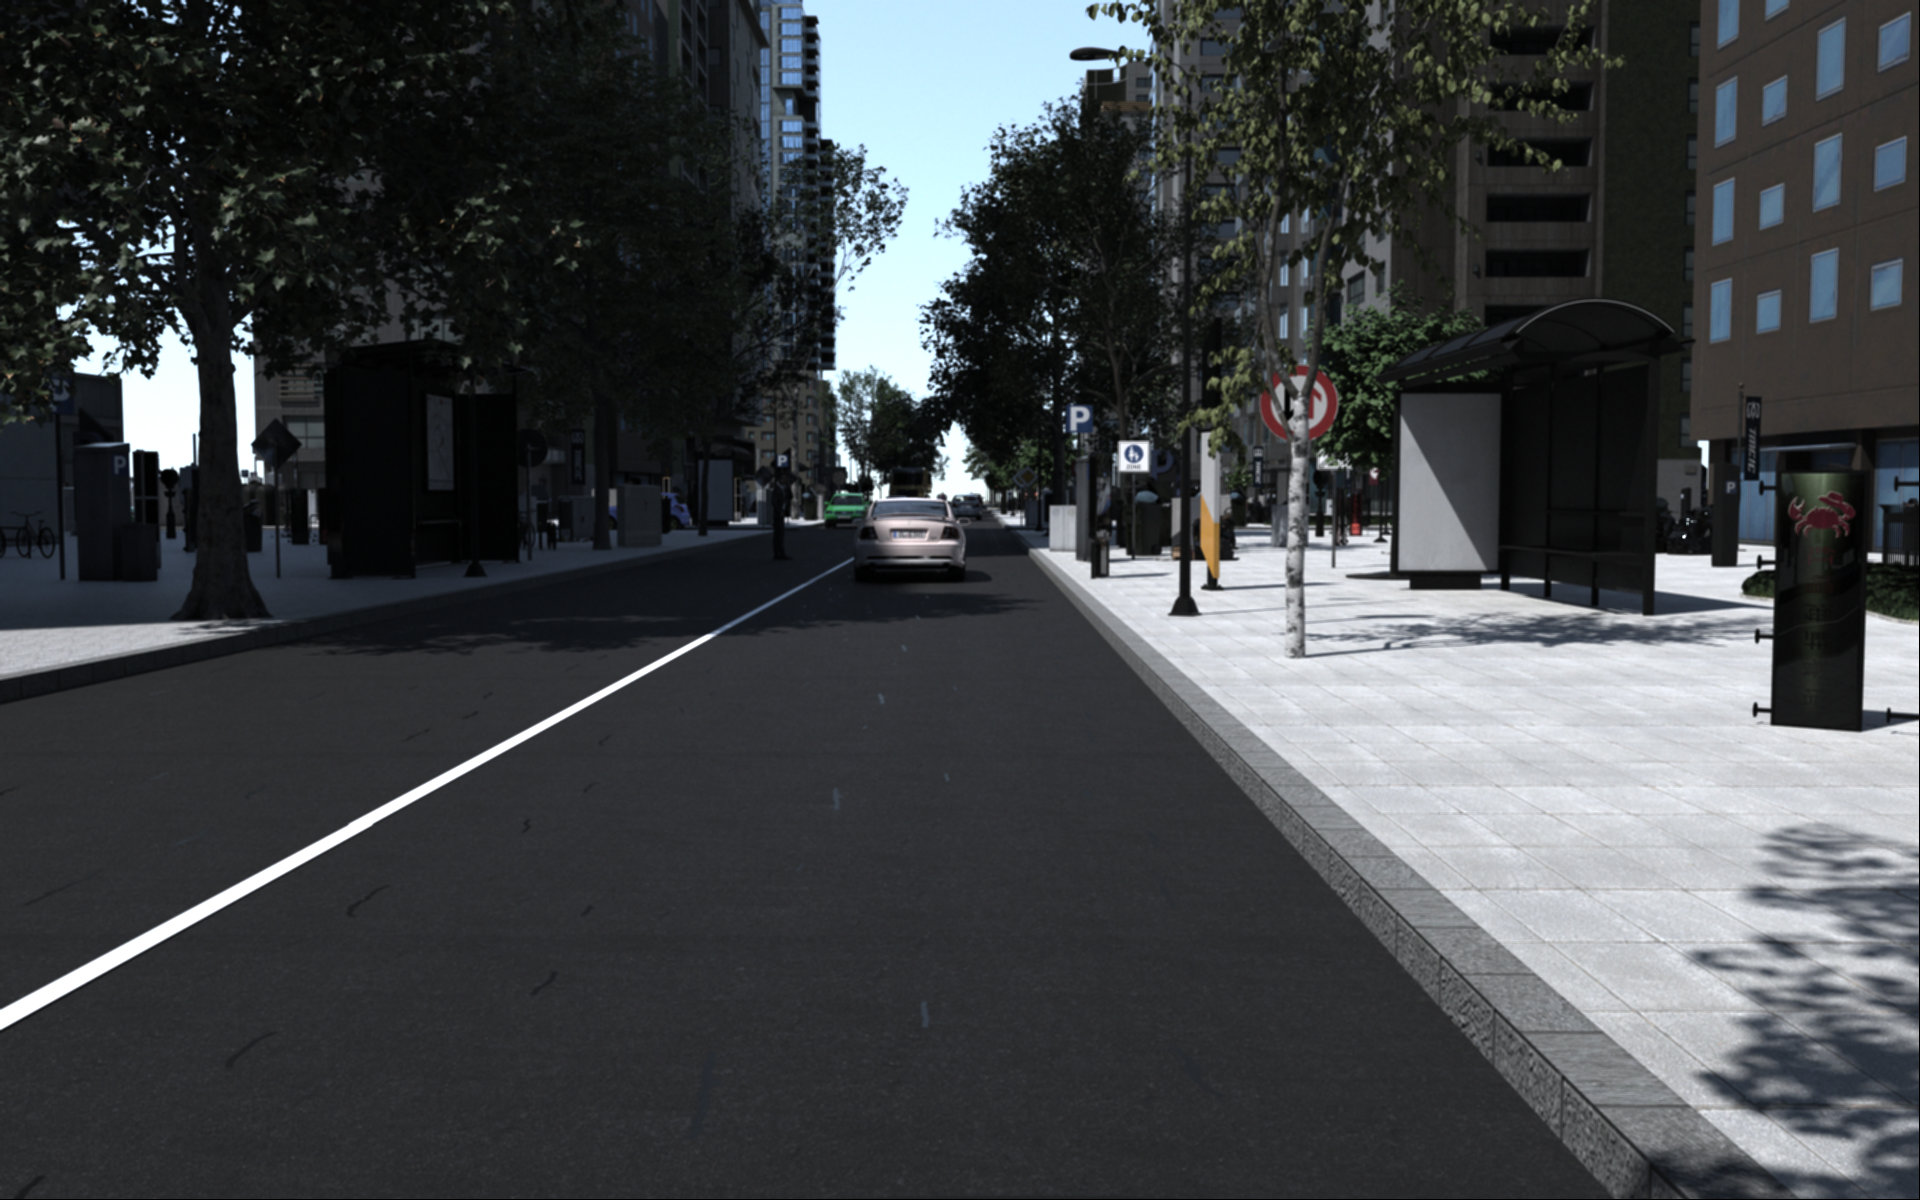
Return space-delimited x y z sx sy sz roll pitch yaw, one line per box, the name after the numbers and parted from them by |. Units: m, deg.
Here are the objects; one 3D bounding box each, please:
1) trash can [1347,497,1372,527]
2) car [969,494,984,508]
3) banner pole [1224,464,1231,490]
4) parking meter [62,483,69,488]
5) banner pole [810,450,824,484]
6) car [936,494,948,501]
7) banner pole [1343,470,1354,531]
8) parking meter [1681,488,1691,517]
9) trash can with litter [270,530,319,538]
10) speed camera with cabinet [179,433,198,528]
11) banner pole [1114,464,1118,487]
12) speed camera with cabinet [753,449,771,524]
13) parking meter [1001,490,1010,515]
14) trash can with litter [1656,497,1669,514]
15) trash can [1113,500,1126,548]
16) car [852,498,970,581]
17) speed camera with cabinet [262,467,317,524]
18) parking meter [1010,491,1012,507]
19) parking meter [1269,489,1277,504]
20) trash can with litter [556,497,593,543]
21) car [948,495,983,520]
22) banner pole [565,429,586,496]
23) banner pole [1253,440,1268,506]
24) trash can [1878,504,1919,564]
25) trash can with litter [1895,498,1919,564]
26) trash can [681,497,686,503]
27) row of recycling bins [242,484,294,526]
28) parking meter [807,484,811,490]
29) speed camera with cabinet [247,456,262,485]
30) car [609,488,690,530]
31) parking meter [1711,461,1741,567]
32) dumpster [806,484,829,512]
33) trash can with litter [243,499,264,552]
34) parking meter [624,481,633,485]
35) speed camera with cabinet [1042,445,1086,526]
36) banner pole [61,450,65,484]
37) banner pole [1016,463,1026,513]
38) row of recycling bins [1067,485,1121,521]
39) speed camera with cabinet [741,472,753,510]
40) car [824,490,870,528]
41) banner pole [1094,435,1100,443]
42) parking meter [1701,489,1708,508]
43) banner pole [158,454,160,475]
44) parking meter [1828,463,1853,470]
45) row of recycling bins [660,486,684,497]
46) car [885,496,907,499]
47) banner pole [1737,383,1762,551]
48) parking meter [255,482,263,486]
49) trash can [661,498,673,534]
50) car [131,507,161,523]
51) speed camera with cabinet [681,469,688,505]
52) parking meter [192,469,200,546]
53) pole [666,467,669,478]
15.735 -3.427 67.684 0.748 1.137 0.748 0 3 0 | trash can
1.560 -10.780 185.288 2.155 1.783 4.494 0 4 0 | car
22.052 -9.324 142.466 0.401 3.779 0.863 -3 4 -38 | banner pole
-45.657 -5.050 88.285 0.399 1.863 0.255 0 4 2 | parking meter
-8.312 -6.660 98.905 0.863 3.779 0.401 -3 5 -44 | banner pole
-3.151 -17.885 301.456 2.155 1.783 4.494 0 4 -1 | car
13.459 -4.265 59.744 0.401 3.779 0.863 -1 4 -13 | banner pole
29.150 -3.739 69.544 0.372 1.533 0.369 0 3 0 | parking meter
-19.685 -2.484 51.672 1.678 1.210 2.233 -1 4 -21 | trash can with litter
-25.305 -3.833 57.006 0.660 3.252 2.038 -1 4 -19 | speed camera with cabinet
12.298 -8.981 136.863 0.401 3.779 0.863 2 4 29 | banner pole
-8.523 -4.940 75.097 0.660 3.252 2.038 0 4 -8 | speed camera with cabinet
2.747 -6.115 108.394 0.372 1.533 0.369 0 3 0 | parking meter
23.901 -2.904 58.871 0.624 1.170 1.055 0 4 4 | trash can with litter
4.045 -1.827 41.522 0.748 1.137 0.748 0 3 0 | trash can
-0.854 -1.080 30.015 2.083 1.381 4.827 0 4 -1 | car
-28.887 -4.918 74.751 2.038 3.252 0.660 -1 4 -21 | speed camera with cabinet
3.951 -7.927 138.009 0.372 1.533 0.369 0 3 0 | parking meter
16.346 -5.017 90.440 0.372 1.533 0.369 0 3 0 | parking meter
-10.305 -2.183 46.754 1.678 1.210 2.233 2 4 27 | trash can with litter
0.293 -5.112 95.580 2.014 1.417 4.499 0 4 -1 | car
-13.035 -4.183 58.412 0.863 3.779 0.401 -1 4 -11 | banner pole
13.928 -5.505 80.027 0.863 3.779 0.401 1 4 23 | banner pole
13.092 -0.751 23.940 0.748 1.137 0.748 0 3 0 | trash can
15.892 -1.090 28.883 1.678 1.210 2.233 1 4 15 | trash can with litter
-13.590 -4.407 83.715 0.748 1.137 0.748 0 3 0 | trash can
-28.111 -3.833 69.775 3.534 1.692 1.069 2 4 30 | row of recycling bins
-8.681 -5.812 100.745 0.399 1.863 0.255 3 4 38 | parking meter
-37.250 -5.835 89.742 2.038 3.252 0.660 -1 4 -12 | speed camera with cabinet
-12.107 -3.424 65.579 3.694 1.707 1.945 0 4 -1 | car
13.490 -1.516 30.493 0.399 1.863 0.255 -1 4 -12 | parking meter
-7.982 -5.562 96.692 1.264 1.857 1.865 0 4 0 | dumpster
-15.923 -1.641 38.212 1.055 1.170 0.624 -1 4 -10 | trash can with litter
-15.045 -4.455 78.555 0.399 1.863 0.255 0 4 3 | parking meter
4.360 -4.649 70.339 2.038 3.252 0.660 2 4 25 | speed camera with cabinet
-50.859 -6.610 98.094 0.401 3.779 0.863 0 4 1 | banner pole
3.978 -7.627 114.716 0.863 3.779 0.401 0 4 -4 | banner pole
6.331 -4.647 83.097 3.534 1.692 1.069 -3 4 -37 | row of recycling bins
-16.851 -8.741 137.247 0.660 3.252 2.038 3 4 38 | speed camera with cabinet
-4.781 -3.997 74.150 1.959 1.807 4.718 0 4 1 | car
5.854 -5.050 72.579 0.863 3.779 0.401 1 4 18 | banner pole
38.865 -5.022 90.519 0.372 1.533 0.369 0 3 0 | parking meter
-50.702 -7.286 109.146 0.401 3.779 0.863 3 5 43 | banner pole
16.536 -1.642 32.557 0.255 1.863 0.399 -2 4 -30 | parking meter
-16.211 -5.103 90.541 3.534 1.692 1.069 0 4 -5 | row of recycling bins
-3.626 -5.238 98.215 1.945 1.354 3.894 0 4 0 | car
17.771 -3.004 39.129 0.863 3.779 0.401 -1 4 -23 | banner pole
-34.327 -4.844 84.917 0.255 1.863 0.399 2 4 27 | parking meter
-9.671 -2.717 56.079 0.748 1.137 0.748 0 3 0 | trash can
-32.001 -3.176 63.723 4.920 1.459 2.131 0 4 -1 | car
-21.931 -8.890 139.686 0.660 3.252 2.038 1 4 11 | speed camera with cabinet
-17.798 -2.141 40.716 0.255 1.863 0.399 3 4 38 | parking meter
-22.361 -8.472 132.353 0.158 3.312 0.155 0 3 0 | pole
